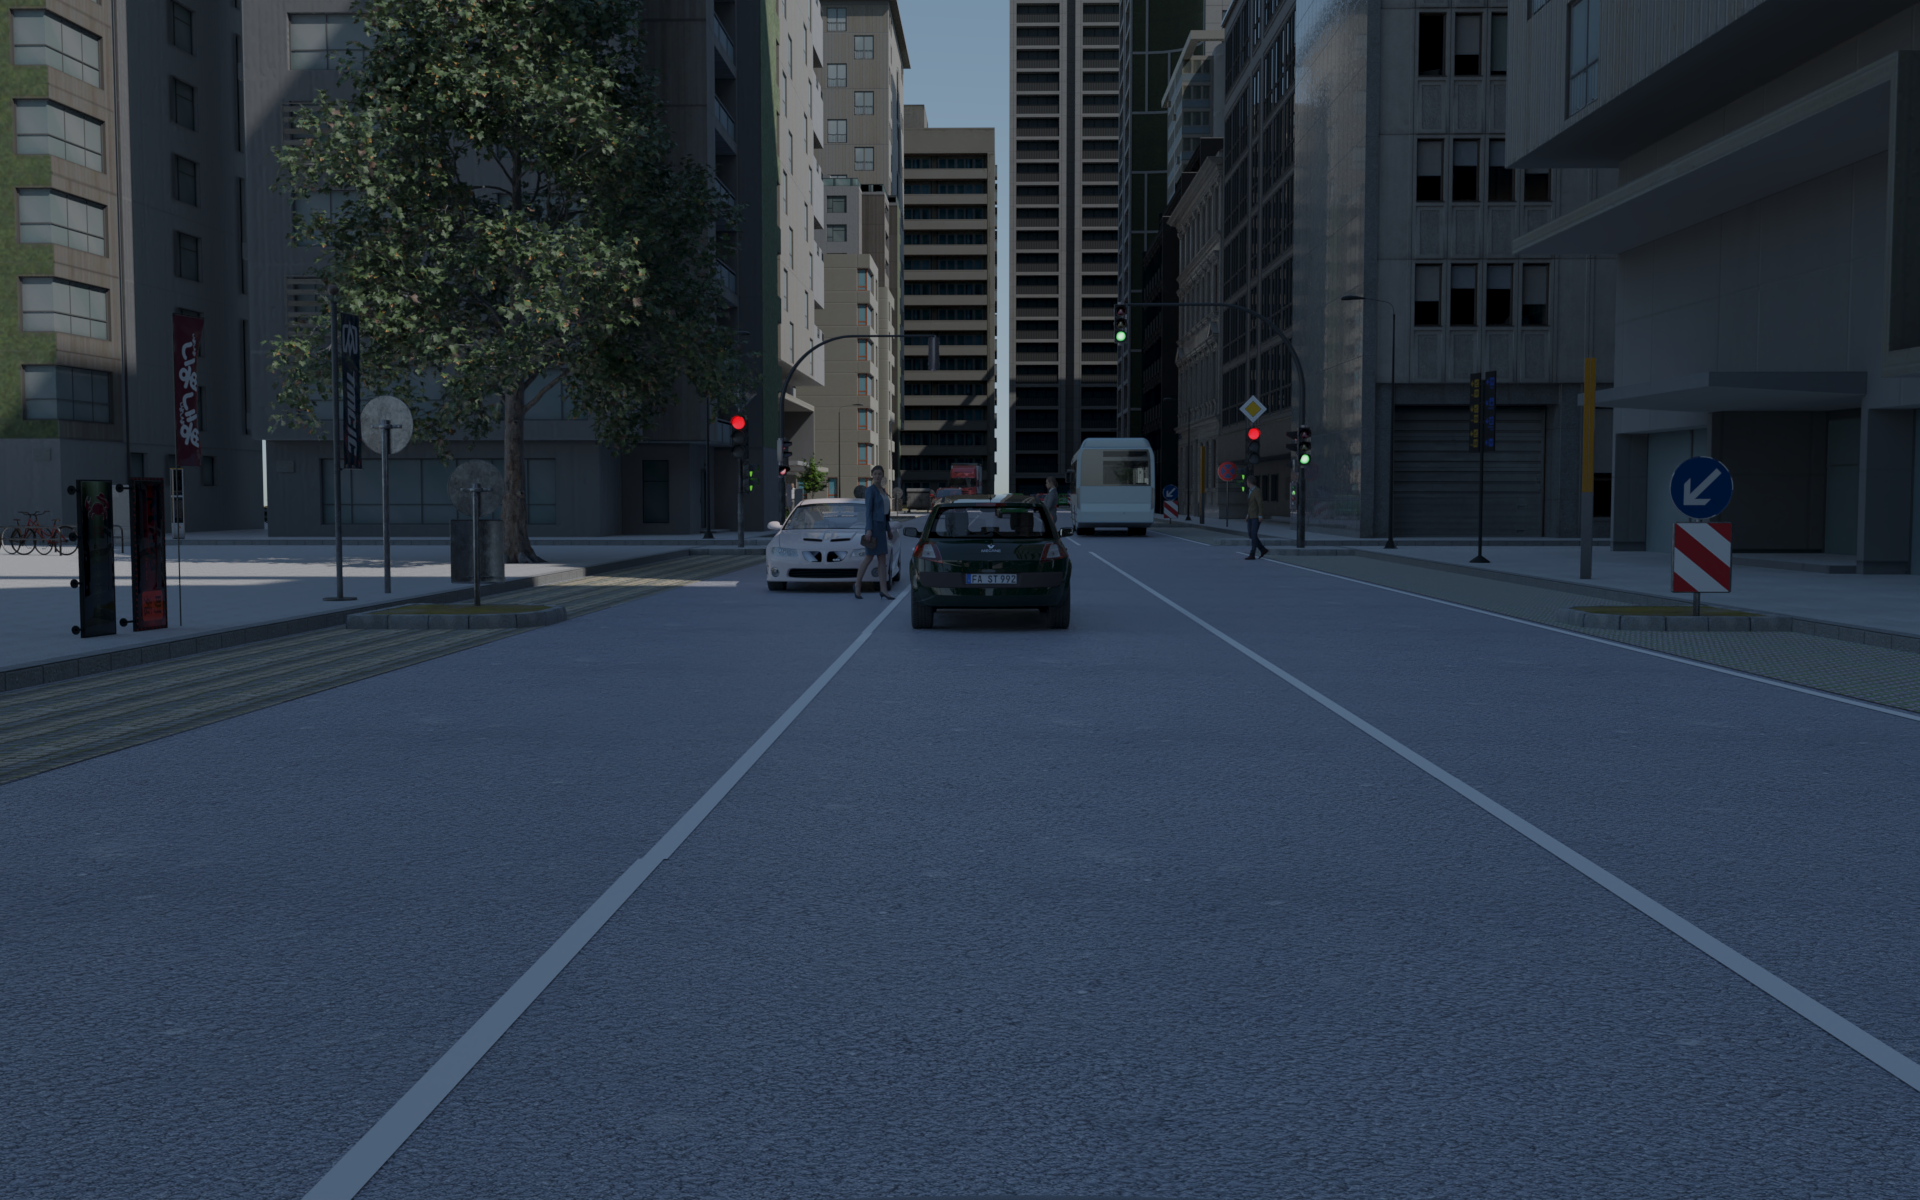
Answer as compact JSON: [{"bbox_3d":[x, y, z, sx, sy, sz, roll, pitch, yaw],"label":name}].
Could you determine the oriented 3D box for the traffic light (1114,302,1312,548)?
[{"bbox_3d":[6.017,-4.067,41.170,4.771,5.953,1.251,0,4,1],"label":"traffic light"}]

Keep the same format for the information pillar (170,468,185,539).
[{"bbox_3d":[-22.292,-2.743,49.342,0.304,2.012,0.304,-2,4,-33],"label":"information pillar"}]

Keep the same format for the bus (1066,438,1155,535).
[{"bbox_3d":[5.417,-4.193,63.410,2.948,3.499,13.247,0,4,3],"label":"bus"}]

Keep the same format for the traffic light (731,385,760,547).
[{"bbox_3d":[-5.248,-3.219,41.548,0.839,4.253,0.868,0,4,1],"label":"traffic light"}]

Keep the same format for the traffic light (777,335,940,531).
[{"bbox_3d":[-2.975,-4.578,49.519,4.771,5.953,1.251,0,4,1],"label":"traffic light"}]

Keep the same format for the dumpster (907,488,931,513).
[{"bbox_3d":[-3.154,-7.566,131.921,1.865,1.857,1.264,0,4,2],"label":"dumpster"}]

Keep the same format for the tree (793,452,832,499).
[{"bbox_3d":[-6.707,-5.176,79.235,1.663,3.219,1.824,0,3,0],"label":"tree"}]

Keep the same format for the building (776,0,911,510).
[{"bbox_3d":[-19.650,-36.427,184.812,27.495,52.752,28.713,0,4,1],"label":"building"}]

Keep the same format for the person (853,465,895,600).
[{"bbox_3d":[-1.162,-0.920,23.571,0.654,1.822,0.581,3,5,44],"label":"person"}]

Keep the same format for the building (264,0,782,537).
[{"bbox_3d":[-13.745,-22.797,56.326,14.154,41.232,14.086,0,4,1],"label":"building"}]

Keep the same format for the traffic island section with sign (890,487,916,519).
[{"bbox_3d":[-3.617,-5.686,101.592,1.989,1.847,2.006,0,4,1],"label":"traffic island section with sign"}]

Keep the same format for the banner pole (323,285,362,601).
[{"bbox_3d":[-7.461,-1.898,21.050,0.401,3.779,0.863,0,4,8],"label":"banner pole"}]

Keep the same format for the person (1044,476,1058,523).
[{"bbox_3d":[1.736,-1.633,35.480,0.573,1.790,0.520,0,4,-4],"label":"person"}]

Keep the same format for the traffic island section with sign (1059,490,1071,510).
[{"bbox_3d":[11.233,-10.380,178.342,1.989,1.847,2.006,0,4,1],"label":"traffic island section with sign"}]

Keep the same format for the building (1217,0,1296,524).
[{"bbox_3d":[19.547,-17.123,73.476,14.314,27.812,24.014,0,4,1],"label":"building"}]

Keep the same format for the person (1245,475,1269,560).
[{"bbox_3d":[6.464,-1.809,37.987,0.836,1.842,0.656,-3,5,-42],"label":"person"}]

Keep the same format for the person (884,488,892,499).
[{"bbox_3d":[-5.533,-7.515,129.731,0.721,1.723,1.217,3,4,37],"label":"person"}]

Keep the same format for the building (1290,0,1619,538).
[{"bbox_3d":[21.624,-14.498,55.063,19.932,24.808,12.078,0,4,1],"label":"building"}]

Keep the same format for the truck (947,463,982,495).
[{"bbox_3d":[0.551,-10.432,159.468,2.839,4.237,11.283,0,4,3],"label":"truck"}]

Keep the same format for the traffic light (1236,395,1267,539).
[{"bbox_3d":[8.290,-3.690,49.247,0.839,4.253,0.868,0,4,1],"label":"traffic light"}]

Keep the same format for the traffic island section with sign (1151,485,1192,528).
[{"bbox_3d":[8.899,-4.037,74.626,1.989,1.847,2.006,0,4,1],"label":"traffic island section with sign"}]

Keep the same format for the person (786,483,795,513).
[{"bbox_3d":[-8.289,-4.828,85.073,0.679,1.850,0.850,1,4,13],"label":"person"}]

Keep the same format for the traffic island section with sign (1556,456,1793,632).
[{"bbox_3d":[7.652,-0.626,18.871,1.989,1.847,2.006,0,4,1],"label":"traffic island section with sign"}]

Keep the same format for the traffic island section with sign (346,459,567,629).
[{"bbox_3d":[-5.462,-0.643,19.149,1.989,1.847,2.006,0,4,1],"label":"traffic island section with sign"}]

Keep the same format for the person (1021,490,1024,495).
[{"bbox_3d":[6.717,-10.811,185.289,0.705,1.821,1.348,-2,4,-25],"label":"person"}]

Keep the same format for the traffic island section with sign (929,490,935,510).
[{"bbox_3d":[-2.469,-8.760,151.845,1.989,1.847,2.006,0,4,1],"label":"traffic island section with sign"}]

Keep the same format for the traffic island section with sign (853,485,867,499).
[{"bbox_3d":[-4.218,-4.038,74.644,1.989,1.847,2.006,0,4,1],"label":"traffic island section with sign"}]

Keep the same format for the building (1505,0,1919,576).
[{"bbox_3d":[25.448,-26.649,24.954,28.713,52.752,27.495,0,4,1],"label":"building"}]

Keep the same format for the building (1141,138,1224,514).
[{"bbox_3d":[18.963,-17.514,116.035,12.332,23.373,15.834,0,4,1],"label":"building"}]

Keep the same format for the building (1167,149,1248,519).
[{"bbox_3d":[18.376,-15.969,97.247,11.583,22.565,21.152,0,4,1],"label":"building"}]

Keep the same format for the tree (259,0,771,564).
[{"bbox_3d":[-8.183,-7.028,31.919,9.611,12.733,9.660,0,3,0],"label":"tree"}]

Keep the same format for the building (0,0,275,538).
[{"bbox_3d":[-32.722,-22.787,56.156,14.086,41.232,14.154,0,4,1],"label":"building"}]
